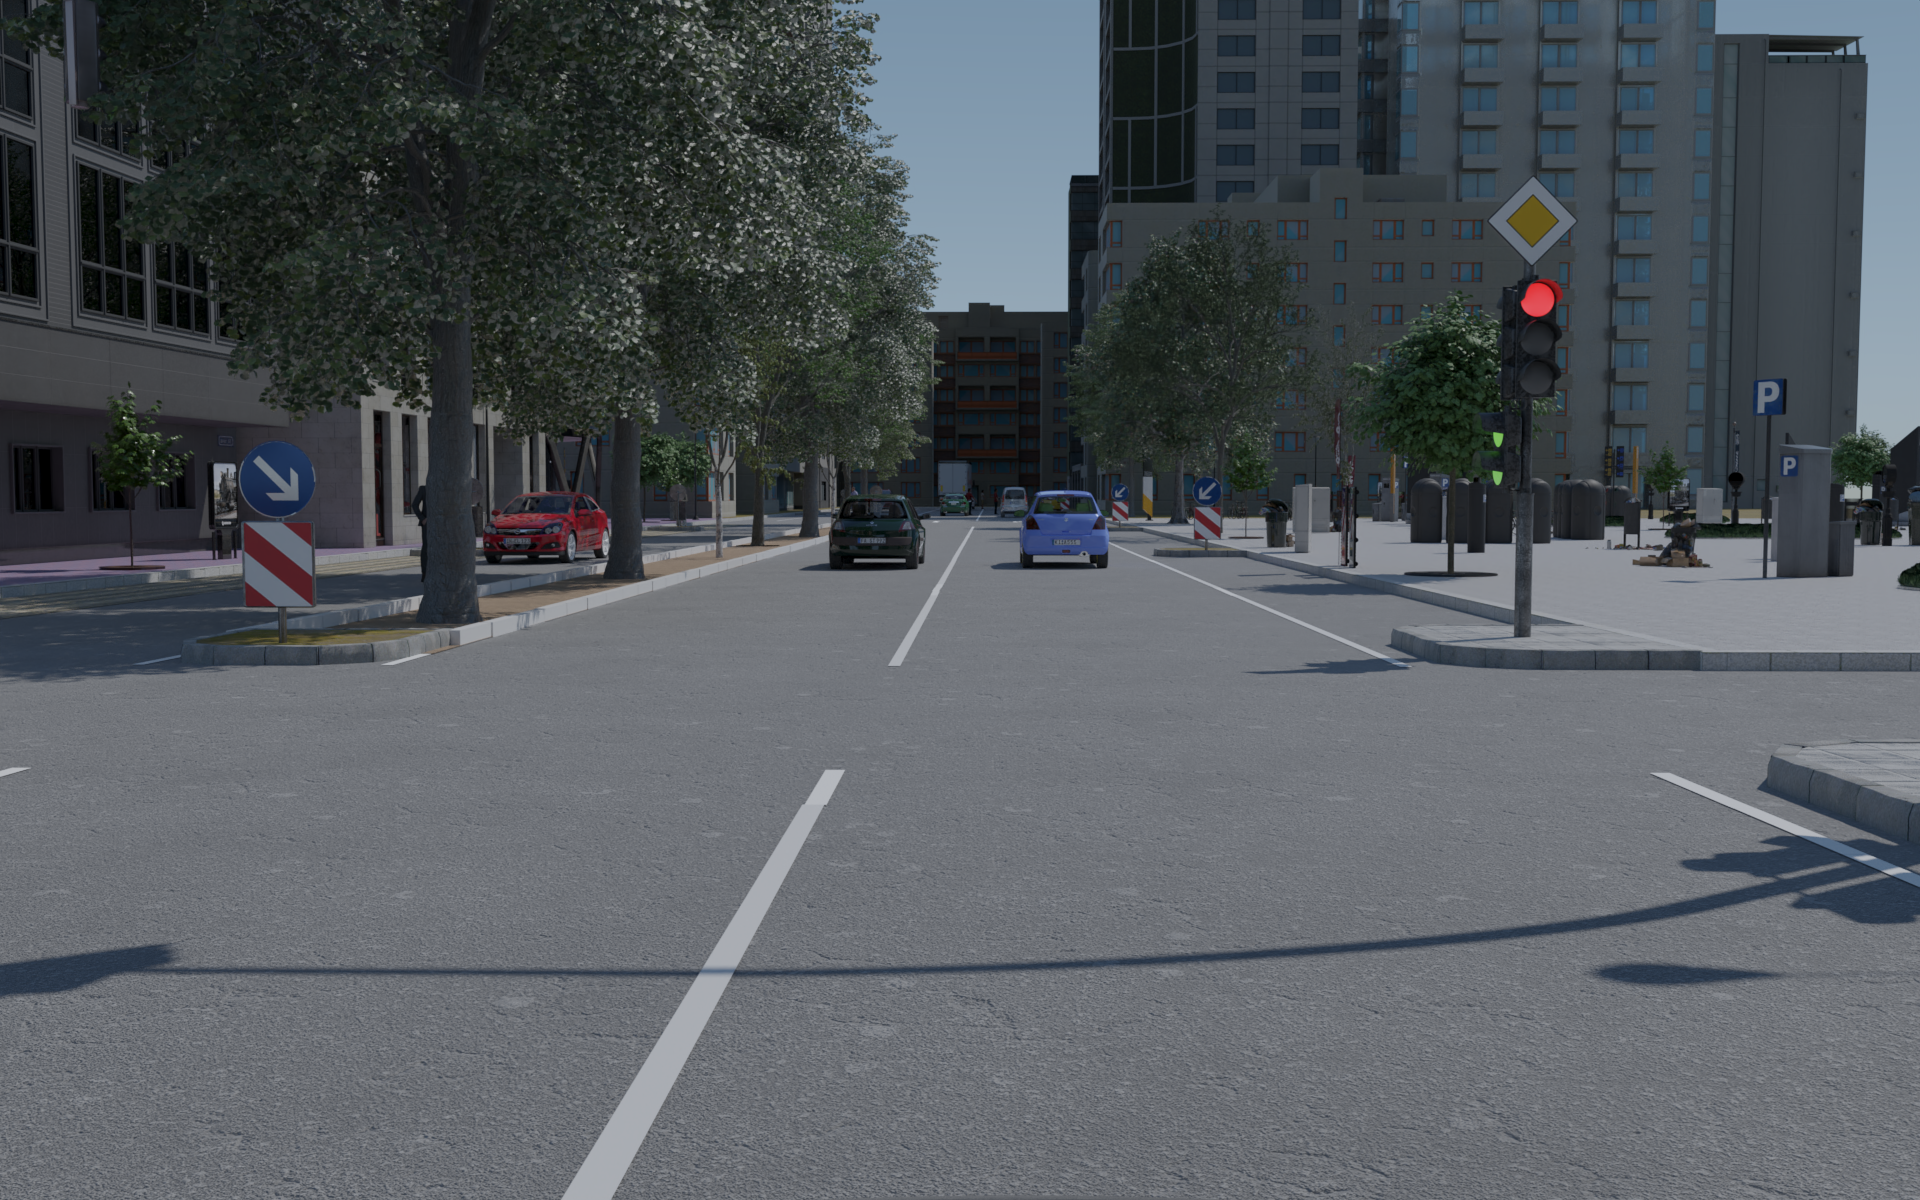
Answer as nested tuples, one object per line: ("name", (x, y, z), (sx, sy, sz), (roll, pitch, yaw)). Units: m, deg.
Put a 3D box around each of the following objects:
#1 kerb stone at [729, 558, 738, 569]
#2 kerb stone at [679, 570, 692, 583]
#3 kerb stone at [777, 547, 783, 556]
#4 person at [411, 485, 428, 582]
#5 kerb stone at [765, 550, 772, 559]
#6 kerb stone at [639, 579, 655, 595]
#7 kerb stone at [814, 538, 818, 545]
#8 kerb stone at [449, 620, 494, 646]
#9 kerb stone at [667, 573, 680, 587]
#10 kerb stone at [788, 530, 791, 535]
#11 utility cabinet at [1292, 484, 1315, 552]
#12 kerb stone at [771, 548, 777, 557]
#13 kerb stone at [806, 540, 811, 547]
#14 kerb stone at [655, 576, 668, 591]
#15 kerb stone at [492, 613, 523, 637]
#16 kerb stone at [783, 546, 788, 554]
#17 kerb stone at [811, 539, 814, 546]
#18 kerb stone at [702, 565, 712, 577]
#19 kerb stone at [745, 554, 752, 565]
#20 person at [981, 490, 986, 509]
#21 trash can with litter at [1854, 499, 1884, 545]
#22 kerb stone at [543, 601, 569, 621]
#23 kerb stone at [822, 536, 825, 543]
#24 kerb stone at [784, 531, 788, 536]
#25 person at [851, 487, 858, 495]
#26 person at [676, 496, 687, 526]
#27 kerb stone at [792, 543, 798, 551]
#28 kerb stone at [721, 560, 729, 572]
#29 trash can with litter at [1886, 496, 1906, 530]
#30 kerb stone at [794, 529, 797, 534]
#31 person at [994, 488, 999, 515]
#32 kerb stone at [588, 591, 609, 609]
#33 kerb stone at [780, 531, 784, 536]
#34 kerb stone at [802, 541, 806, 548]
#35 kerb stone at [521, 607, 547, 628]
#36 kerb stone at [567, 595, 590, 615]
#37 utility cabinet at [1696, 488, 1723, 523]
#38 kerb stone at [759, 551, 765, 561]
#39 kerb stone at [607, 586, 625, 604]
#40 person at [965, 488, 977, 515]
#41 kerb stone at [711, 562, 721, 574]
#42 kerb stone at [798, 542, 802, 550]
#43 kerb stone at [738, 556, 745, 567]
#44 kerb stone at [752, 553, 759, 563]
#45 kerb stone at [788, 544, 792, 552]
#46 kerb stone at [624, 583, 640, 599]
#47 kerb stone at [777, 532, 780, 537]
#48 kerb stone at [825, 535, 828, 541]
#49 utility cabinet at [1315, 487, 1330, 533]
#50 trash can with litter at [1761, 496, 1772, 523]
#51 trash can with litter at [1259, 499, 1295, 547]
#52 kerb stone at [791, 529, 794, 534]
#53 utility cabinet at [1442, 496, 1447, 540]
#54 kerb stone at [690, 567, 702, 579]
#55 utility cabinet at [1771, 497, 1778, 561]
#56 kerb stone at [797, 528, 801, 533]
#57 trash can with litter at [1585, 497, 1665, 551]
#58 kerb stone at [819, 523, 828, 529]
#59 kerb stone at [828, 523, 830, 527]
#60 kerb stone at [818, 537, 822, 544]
("kerb stone", (-4.441, -0.673, 33.200), (0.120, 0.150, 1.000), (0, 4, 1))
("kerb stone", (-4.540, -0.360, 28.080), (0.120, 0.150, 1.000), (0, 4, 1))
("kerb stone", (-4.314, -1.110, 40.362), (0.120, 0.150, 1.000), (0, 4, 1))
("person", (-8.576, -1.250, 28.299), (0.474, 1.900, 0.648), (2, 4, 32))
("kerb stone", (-4.349, -0.981, 38.318), (0.120, 0.150, 1.000), (0, 4, 1))
("kerb stone", (-4.602, -0.171, 24.997), (0.120, 0.150, 1.000), (0, 4, 1))
("kerb stone", (-4.167, -1.607, 48.569), (0.120, 0.150, 1.000), (0, 4, 1))
("kerb stone", (-4.756, 0.330, 16.808), (0.120, 0.150, 1.000), (0, 4, 1))
("kerb stone", (-4.557, -0.297, 27.057), (0.120, 0.150, 1.000), (0, 4, 1))
("kerb stone", (-6.054, -2.308, 59.926), (0.120, 0.150, 1.000), (0, 4, 1))
("utility cabinet", (7.557, -1.803, 38.166), (0.318, 1.500, 1.173), (1, 4, 14))
("kerb stone", (-4.331, -1.048, 39.340), (0.120, 0.150, 1.000), (0, 4, 1))
("kerb stone", (-4.194, -1.486, 46.517), (0.120, 0.150, 1.000), (0, 4, 1))
("kerb stone", (-4.575, -0.235, 26.030), (0.120, 0.150, 1.000), (0, 4, 1))
("kerb stone", (-4.723, 0.267, 17.829), (0.120, 0.150, 1.000), (0, 4, 1))
("kerb stone", (-4.296, -1.174, 41.384), (0.120, 0.150, 1.000), (0, 4, 1))
("kerb stone", (-4.183, -1.545, 47.547), (0.120, 0.150, 1.000), (0, 4, 1))
("kerb stone", (-4.495, -0.484, 30.127), (0.120, 0.150, 1.000), (0, 4, 1))
("kerb stone", (-4.406, -0.795, 35.245), (0.120, 0.150, 1.000), (0, 4, 1))
("person", (2.168, -9.453, 163.061), (0.705, 1.824, 1.348), (-1, 4, -17))
("trash can with litter", (22.929, -1.971, 43.617), (0.624, 1.170, 1.055), (3, 4, 36))
("kerb stone", (-4.695, 0.142, 19.874), (0.120, 0.150, 1.000), (0, 4, 1))
("kerb stone", (-4.129, -1.736, 50.616), (0.120, 0.150, 1.000), (0, 4, 1))
("kerb stone", (-6.071, -2.243, 58.904), (0.120, 0.150, 1.000), (0, 4, 1))
("person", (-6.285, -5.663, 100.956), (0.599, 1.838, 0.709), (-3, 5, -41))
("person", (-11.553, -3.829, 71.653), (0.519, 1.759, 0.362), (1, 4, 17))
("kerb stone", (-4.250, -1.295, 43.436), (0.120, 0.150, 1.000), (0, 4, 1))
("kerb stone", (-4.465, -0.610, 32.172), (0.120, 0.150, 1.000), (0, 4, 1))
("trash can with litter", (32.619, -3.086, 61.517), (2.233, 1.210, 1.678), (0, 4, 2))
("kerb stone", (-6.022, -2.433, 61.971), (0.120, 0.150, 1.000), (0, 4, 1))
("person", (2.557, -6.914, 121.485), (0.705, 1.831, 1.348), (0, 4, -2))
("kerb stone", (-4.653, 0.016, 21.931), (0.120, 0.150, 1.000), (0, 4, 1))
("kerb stone", (-6.094, -2.183, 57.882), (0.120, 0.150, 1.000), (0, 4, 1))
("kerb stone", (-4.219, -1.424, 45.483), (0.120, 0.150, 1.000), (0, 4, 1))
("kerb stone", (-4.709, 0.209, 18.852), (0.120, 0.150, 1.000), (0, 4, 1))
("kerb stone", (-4.679, 0.079, 20.905), (0.120, 0.150, 1.000), (0, 4, 1))
("utility cabinet", (28.386, -3.480, 65.577), (1.173, 1.500, 0.318), (-2, 4, -32))
("kerb stone", (-4.369, -0.923, 37.296), (0.120, 0.150, 1.000), (0, 4, 1))
("kerb stone", (-4.636, -0.046, 22.953), (0.120, 0.150, 1.000), (0, 4, 1))
("person", (0.648, -6.608, 116.475), (0.705, 1.831, 1.348), (-3, 4, -36))
("kerb stone", (-4.486, -0.548, 31.150), (0.120, 0.150, 1.000), (0, 4, 1))
("kerb stone", (-4.236, -1.362, 44.461), (0.120, 0.150, 1.000), (0, 4, 1))
("kerb stone", (-4.432, -0.736, 34.223), (0.120, 0.150, 1.000), (0, 4, 1))
("kerb stone", (-4.398, -0.858, 36.267), (0.120, 0.150, 1.000), (0, 4, 1))
("kerb stone", (-4.283, -1.231, 42.411), (0.120, 0.150, 1.000), (0, 4, 1))
("kerb stone", (-4.620, -0.109, 23.975), (0.120, 0.150, 1.000), (0, 4, 1))
("kerb stone", (-6.109, -2.119, 56.850), (0.120, 0.150, 1.000), (0, 4, 1))
("kerb stone", (-4.108, -1.801, 51.645), (0.120, 0.150, 1.000), (0, 4, 1))
("utility cabinet", (11.486, -2.934, 56.653), (1.173, 1.500, 0.318), (0, 4, 4))
("trash can with litter", (30.337, -3.337, 65.621), (1.678, 1.210, 2.233), (-2, 4, -26))
("trash can with litter", (7.679, -1.859, 41.778), (0.624, 1.170, 1.055), (2, 4, 32))
("kerb stone", (-6.034, -2.365, 60.949), (0.120, 0.150, 1.000), (0, 4, 1))
("utility cabinet", (13.833, -2.304, 48.835), (1.020, 1.237, 0.306), (-1, 4, -21))
("kerb stone", (-4.529, -0.423, 29.105), (0.120, 0.150, 1.000), (0, 4, 1))
("utility cabinet", (15.996, -1.350, 33.236), (1.020, 1.237, 0.306), (-2, 4, -33))
("kerb stone", (-5.993, -2.495, 62.992), (0.120, 0.150, 1.000), (0, 4, 1))
("trash can with litter", (15.641, -1.763, 39.887), (1.678, 1.210, 2.233), (-1, 4, -16))
("kerb stone", (-5.809, -3.123, 73.257), (0.120, 0.150, 1.000), (0, 4, 1))
("kerb stone", (-5.791, -3.186, 74.281), (0.120, 0.150, 1.000), (0, 4, 1))
("kerb stone", (-4.137, -1.676, 49.593), (0.120, 0.150, 1.000), (0, 4, 1))
